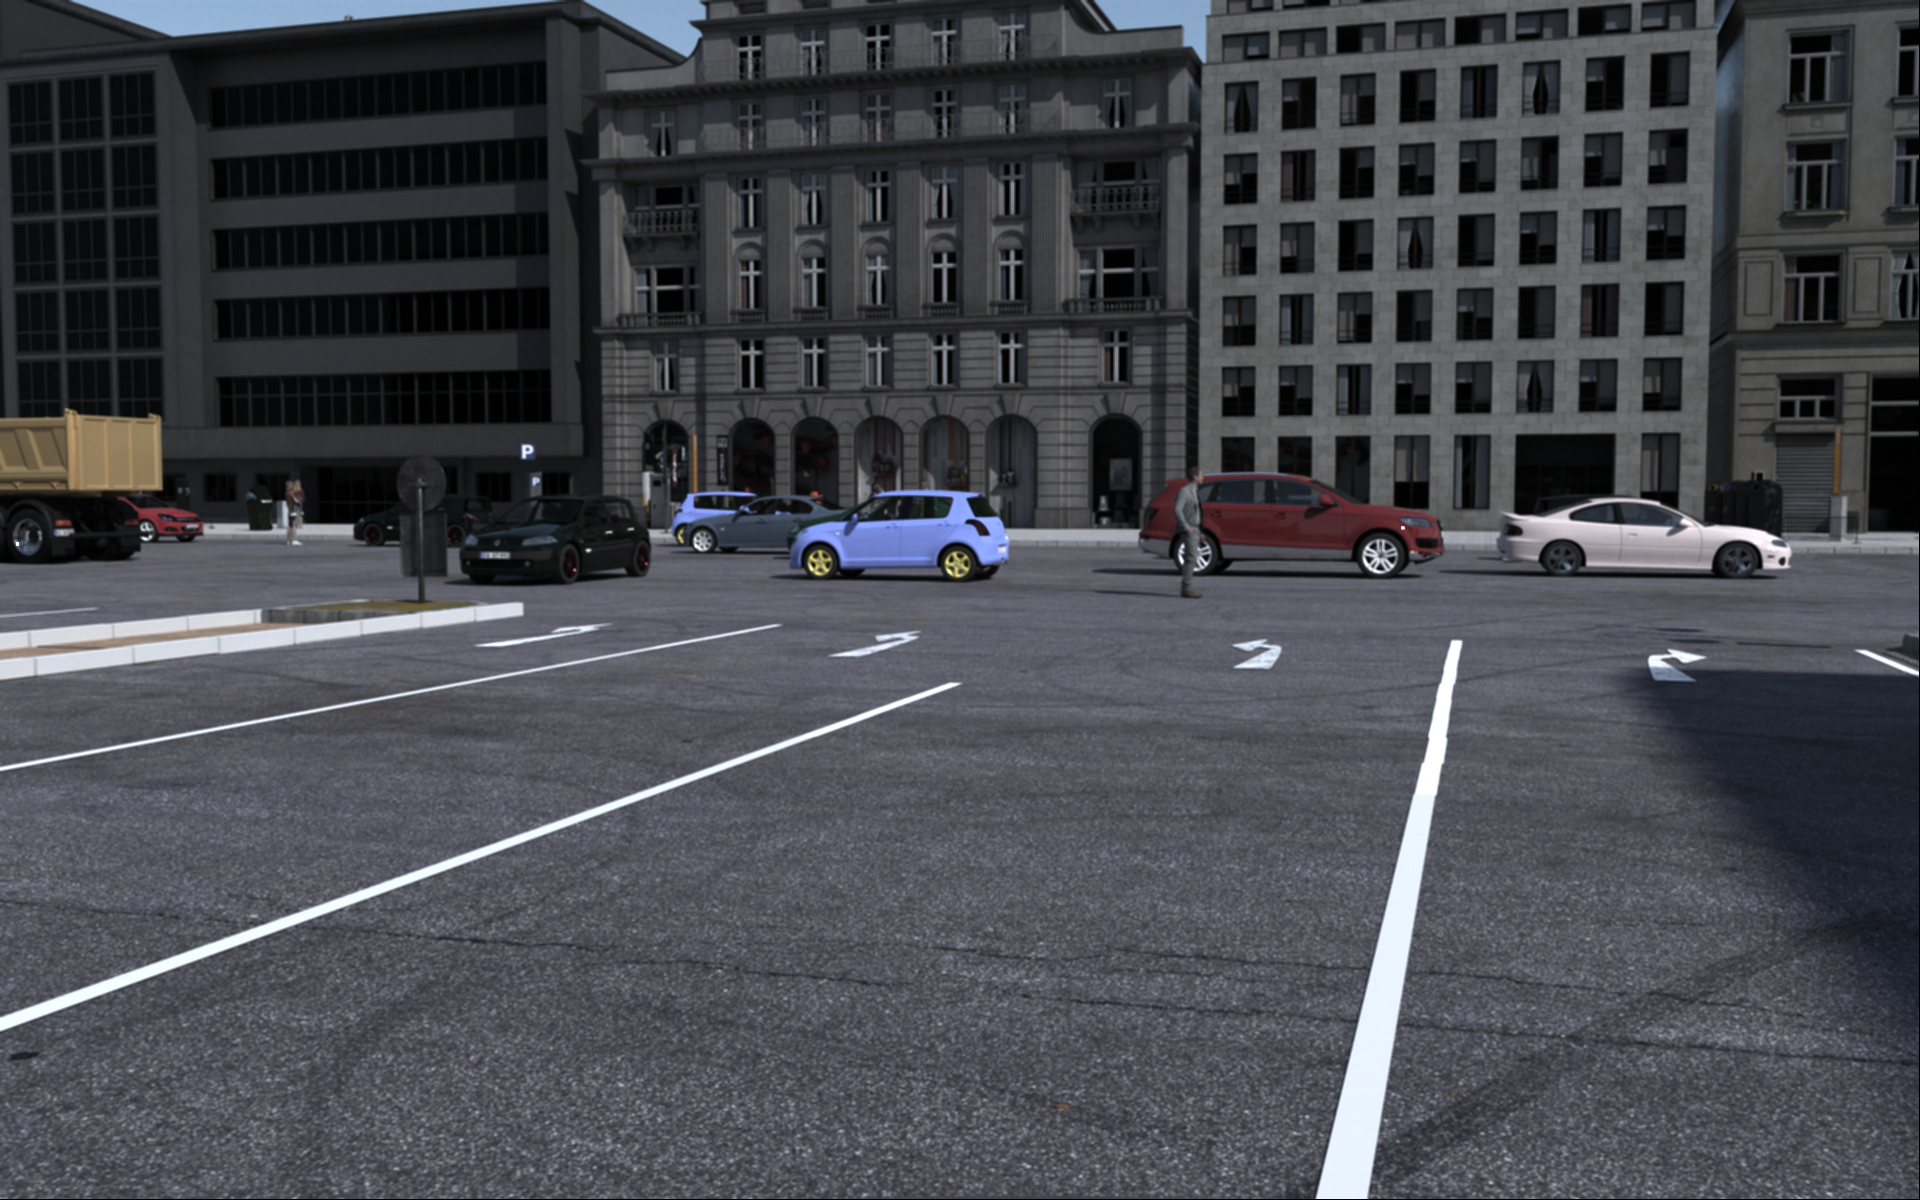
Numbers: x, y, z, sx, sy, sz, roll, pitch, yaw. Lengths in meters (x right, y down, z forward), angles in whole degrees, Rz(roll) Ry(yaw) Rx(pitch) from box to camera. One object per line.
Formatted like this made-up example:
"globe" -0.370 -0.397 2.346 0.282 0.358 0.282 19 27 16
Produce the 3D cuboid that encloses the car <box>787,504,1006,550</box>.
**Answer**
"car" -1.444 -1.603 38.012 4.920 1.459 2.131 1 4 17

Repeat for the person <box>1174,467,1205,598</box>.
"person" 3.208 -0.949 24.108 0.391 1.810 0.635 1 4 17

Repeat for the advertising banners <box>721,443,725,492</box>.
"advertising banners" -8.231 -3.911 60.136 0.090 3.025 2.074 -1 4 -10

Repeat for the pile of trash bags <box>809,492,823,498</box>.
"pile of trash bags" -5.948 -3.261 63.075 1.912 1.369 3.447 2 4 24

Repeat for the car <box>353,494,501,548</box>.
"car" -14.576 -2.310 47.556 4.222 1.686 2.009 1 4 18

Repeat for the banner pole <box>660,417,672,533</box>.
"banner pole" -9.701 -4.090 56.884 0.401 3.779 0.863 -1 4 -18

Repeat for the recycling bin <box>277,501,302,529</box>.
"recycling bin" -25.070 -3.193 64.754 0.722 1.027 0.722 -3 4 -38

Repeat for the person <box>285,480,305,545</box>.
"person" -18.887 -2.487 49.132 0.580 1.828 0.573 0 4 -3

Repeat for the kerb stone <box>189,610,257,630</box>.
"kerb stone" -7.971 0.220 18.593 0.120 0.150 1.000 1 4 17

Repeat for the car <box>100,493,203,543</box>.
"car" -24.831 -2.618 51.837 4.494 1.783 2.155 1 4 16

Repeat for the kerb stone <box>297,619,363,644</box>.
"kerb stone" -6.253 0.316 17.022 0.120 0.150 1.000 1 4 17

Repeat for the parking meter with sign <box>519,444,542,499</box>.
"parking meter with sign" -14.674 -3.871 59.548 0.543 3.016 1.738 -2 4 -27

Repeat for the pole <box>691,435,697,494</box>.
"pole" -9.198 -4.042 59.928 0.158 3.312 0.155 0 3 0

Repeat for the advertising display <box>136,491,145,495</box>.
"advertising display" -32.753 -3.913 69.193 0.123 1.923 0.974 -3 5 -42

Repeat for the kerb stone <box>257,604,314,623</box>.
"kerb stone" -7.671 0.164 19.583 0.120 0.150 1.000 1 4 17

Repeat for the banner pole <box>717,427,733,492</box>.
"banner pole" -8.672 -4.547 64.356 0.863 3.779 0.401 1 4 21

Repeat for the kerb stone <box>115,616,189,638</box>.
"kerb stone" -8.272 0.286 17.612 0.120 0.150 1.000 1 4 17

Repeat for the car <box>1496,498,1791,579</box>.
"car" 11.934 -1.102 30.380 4.827 1.381 2.083 1 4 16

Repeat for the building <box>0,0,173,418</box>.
"building" -52.790 -17.948 86.949 24.014 27.812 14.314 1 4 17

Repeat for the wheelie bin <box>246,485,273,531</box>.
"wheelie bin" -24.643 -3.238 60.849 0.693 1.594 0.980 1 4 21

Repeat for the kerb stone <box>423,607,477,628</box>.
"kerb stone" -5.656 0.196 18.996 0.120 0.150 1.000 1 4 17

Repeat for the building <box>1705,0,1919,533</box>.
"building" 41.421 -13.860 59.890 30.059 22.955 16.112 1 4 17

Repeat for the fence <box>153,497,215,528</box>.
"fence" -29.050 -3.265 64.592 2.264 1.192 0.480 -1 4 -18

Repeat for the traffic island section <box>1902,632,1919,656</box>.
"traffic island section" 9.328 0.462 14.730 2.009 0.180 2.903 1 4 17

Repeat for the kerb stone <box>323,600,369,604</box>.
"kerb stone" -7.376 0.105 20.567 0.120 0.150 1.000 1 4 17

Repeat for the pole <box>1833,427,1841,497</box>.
"pole" 26.526 -3.583 52.429 0.158 3.312 0.155 0 3 0

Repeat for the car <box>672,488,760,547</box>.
"car" -5.991 -2.309 47.345 3.694 1.707 1.945 1 4 16

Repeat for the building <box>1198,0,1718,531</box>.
"building" 18.081 -12.800 64.033 16.860 20.320 10.420 1 4 17

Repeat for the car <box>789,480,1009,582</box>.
"car" -1.047 -1.200 29.205 3.694 1.707 1.945 1 4 16

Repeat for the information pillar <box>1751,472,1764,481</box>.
"information pillar" 25.983 -3.179 56.469 0.304 2.012 0.304 0 4 1

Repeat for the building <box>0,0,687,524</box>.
"building" -27.029 -15.889 78.848 30.058 24.678 14.314 1 4 17

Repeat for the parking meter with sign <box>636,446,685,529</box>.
"parking meter with sign" -10.929 -4.088 63.100 1.738 3.016 0.543 0 4 2

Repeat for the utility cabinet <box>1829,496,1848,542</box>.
"utility cabinet" 23.896 -2.200 47.132 0.306 1.237 1.020 2 4 34

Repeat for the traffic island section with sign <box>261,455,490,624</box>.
"traffic island section with sign" -6.497 -0.712 19.771 2.006 1.907 1.989 1 4 17

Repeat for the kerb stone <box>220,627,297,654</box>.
"kerb stone" -6.549 0.377 16.040 0.120 0.150 1.000 1 4 17

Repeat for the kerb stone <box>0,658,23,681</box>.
"kerb stone" -7.452 0.557 13.095 0.120 0.150 1.000 1 4 17

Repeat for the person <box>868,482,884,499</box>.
"person" -2.177 -2.224 45.531 0.551 1.740 0.621 0 4 7

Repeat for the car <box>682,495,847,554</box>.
"car" -4.493 -1.824 41.829 4.499 1.417 2.014 1 4 15

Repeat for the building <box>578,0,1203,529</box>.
"building" -1.393 -13.973 70.251 24.055 21.916 13.314 1 4 17

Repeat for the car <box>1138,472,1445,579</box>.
"car" 5.822 -1.340 30.582 5.304 1.827 2.281 1 4 18

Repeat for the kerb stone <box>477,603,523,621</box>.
"kerb stone" -5.356 0.136 19.978 0.120 0.150 1.000 1 4 17

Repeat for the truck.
"truck" -22.068 -2.540 37.450 9.791 3.379 3.469 1 4 17

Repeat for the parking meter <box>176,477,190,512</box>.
"parking meter" -27.120 -3.351 60.495 0.399 1.863 0.255 1 4 16

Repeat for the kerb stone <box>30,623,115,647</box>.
"kerb stone" -8.566 0.340 16.629 0.120 0.150 1.000 1 4 17

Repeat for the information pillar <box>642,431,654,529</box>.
"information pillar" -11.833 -4.557 65.855 0.504 3.616 0.183 -2 4 -35

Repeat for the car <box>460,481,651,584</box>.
"car" -6.660 -1.166 28.845 2.009 1.686 4.222 1 4 16

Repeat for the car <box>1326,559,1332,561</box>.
"car" 6.949 -1.584 37.900 4.499 1.417 2.014 1 4 15

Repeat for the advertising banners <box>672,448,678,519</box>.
"advertising banners" -11.011 -4.208 64.990 0.090 3.025 2.074 1 4 16

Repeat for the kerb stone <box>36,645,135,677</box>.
"kerb stone" -7.146 0.500 14.075 0.120 0.150 1.000 1 4 17

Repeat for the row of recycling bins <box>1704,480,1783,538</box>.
"row of recycling bins" 23.278 -2.714 51.485 1.069 1.692 3.534 0 4 -3

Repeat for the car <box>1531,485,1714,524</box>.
"car" 14.099 -1.657 36.871 4.222 1.686 2.009 1 4 17

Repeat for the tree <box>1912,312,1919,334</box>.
"tree" 27.542 -5.863 46.220 4.737 8.622 4.395 0 3 0

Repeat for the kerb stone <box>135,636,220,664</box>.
"kerb stone" -6.855 0.436 15.059 0.120 0.150 1.000 1 4 17

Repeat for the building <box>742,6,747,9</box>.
"building" -7.912 -29.090 125.739 14.600 45.320 14.200 1 4 17

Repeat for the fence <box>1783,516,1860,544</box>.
"fence" 22.731 -1.861 45.802 0.278 0.683 2.069 -3 4 -36

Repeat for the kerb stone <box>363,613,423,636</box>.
"kerb stone" -5.957 0.256 18.015 0.120 0.150 1.000 1 4 17

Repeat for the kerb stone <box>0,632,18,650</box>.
"kerb stone" -8.868 0.401 15.638 0.120 0.150 1.000 1 4 17

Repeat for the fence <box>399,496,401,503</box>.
"fence" -19.825 -3.179 63.172 2.264 1.192 0.480 3 4 38
